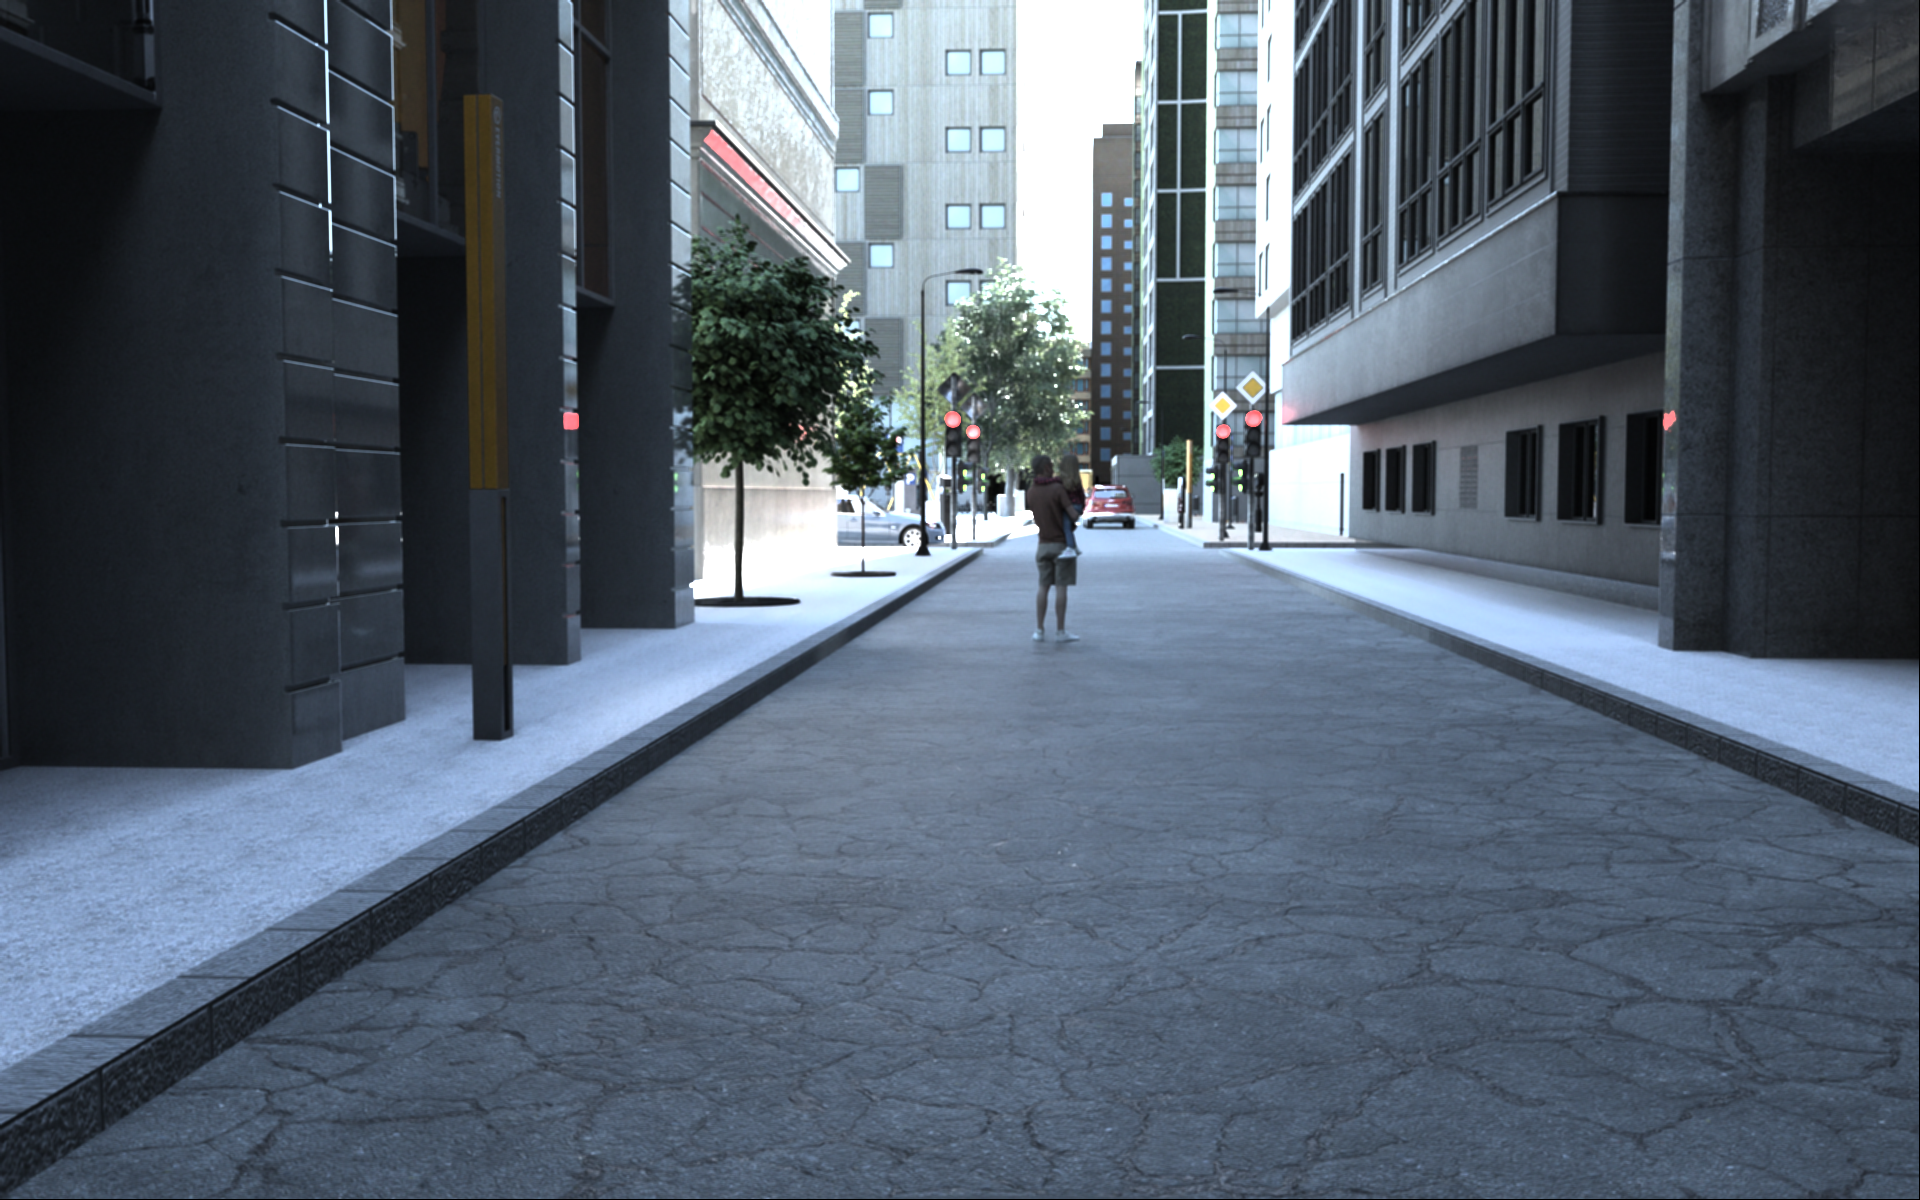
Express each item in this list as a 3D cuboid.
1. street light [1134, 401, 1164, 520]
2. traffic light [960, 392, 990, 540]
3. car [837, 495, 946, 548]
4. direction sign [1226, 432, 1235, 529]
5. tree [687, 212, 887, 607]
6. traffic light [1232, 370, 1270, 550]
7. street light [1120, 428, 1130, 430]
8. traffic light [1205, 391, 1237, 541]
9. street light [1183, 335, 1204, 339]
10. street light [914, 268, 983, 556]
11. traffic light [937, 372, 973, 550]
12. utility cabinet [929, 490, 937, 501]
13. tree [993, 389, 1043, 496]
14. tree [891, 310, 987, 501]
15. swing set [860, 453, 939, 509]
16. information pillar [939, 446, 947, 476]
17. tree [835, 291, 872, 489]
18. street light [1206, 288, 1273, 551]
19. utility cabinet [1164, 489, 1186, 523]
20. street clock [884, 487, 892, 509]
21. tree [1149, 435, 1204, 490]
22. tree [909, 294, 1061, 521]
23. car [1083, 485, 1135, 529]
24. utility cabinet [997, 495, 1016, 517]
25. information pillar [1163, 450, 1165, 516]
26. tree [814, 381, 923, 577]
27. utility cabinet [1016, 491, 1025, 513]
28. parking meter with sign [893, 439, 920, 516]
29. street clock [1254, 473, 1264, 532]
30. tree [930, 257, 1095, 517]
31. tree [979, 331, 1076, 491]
[{"bbox_3d":[9.546,-6.965,86.414,1.470,5.913,1.316,0,4,4],"label":"street light"},{"bbox_3d":[0.404,-3.603,47.824,0.839,4.253,0.868,0,4,4],"label":"traffic light"},{"bbox_3d":[-2.610,-1.986,44.478,4.499,1.417,2.014,0,4,3],"label":"car"},{"bbox_3d":[9.990,-4.402,63.965,0.379,3.537,0.876,0,3,0],"label":"direction sign"},{"bbox_3d":[-2.555,-2.231,20.197,4.285,4.588,4.351,0,3,0],"label":"tree"},{"bbox_3d":[6.624,-3.089,39.427,0.839,4.253,0.868,0,4,4],"label":"traffic light"},{"bbox_3d":[12.010,-9.165,122.385,1.470,5.913,1.316,0,4,4],"label":"street light"},{"bbox_3d":[7.151,-3.576,47.395,0.839,4.253,0.868,0,4,4],"label":"traffic light"},{"bbox_3d":[7.202,-4.780,50.692,1.470,5.913,1.316,0,4,4],"label":"street light"},{"bbox_3d":[-0.228,-3.869,35.793,1.470,5.913,1.316,0,4,4],"label":"street light"},{"bbox_3d":[-0.123,-3.115,39.856,0.839,4.253,0.868,0,4,4],"label":"traffic light"},{"bbox_3d":[-1.154,-5.469,98.093,1.173,1.500,0.318,-1,4,-9],"label":"utility cabinet"},{"bbox_3d":[3.418,-9.436,104.644,4.360,8.622,3.978,0,3,0],"label":"tree"},{"bbox_3d":[-0.904,-7.319,70.033,4.737,8.622,4.395,0,3,0],"label":"tree"},{"bbox_3d":[-2.452,-4.183,66.015,2.862,2.851,3.119,2,4,24],"label":"swing set"},{"bbox_3d":[-0.742,-5.201,76.393,0.183,3.616,0.504,-2,4,-32],"label":"information pillar"},{"bbox_3d":[-4.640,-6.633,58.819,4.360,8.622,3.978,0,3,0],"label":"tree"},{"bbox_3d":[6.379,-4.071,39.095,1.470,5.913,1.316,0,4,4],"label":"street light"},{"bbox_3d":[9.417,-4.114,75.941,1.173,1.500,0.318,-3,5,-42],"label":"utility cabinet"},{"bbox_3d":[-5.017,-7.118,120.956,0.471,2.002,0.358,1,4,19],"label":"street clock"},{"bbox_3d":[12.143,-6.872,96.068,4.285,4.588,4.351,0,3,0],"label":"tree"},{"bbox_3d":[0.989,-9.027,81.998,8.767,10.594,7.601,3,5,40],"label":"tree"},{"bbox_3d":[6.275,-3.949,73.234,2.281,1.827,5.304,0,4,2],"label":"car"},{"bbox_3d":[2.593,-5.208,96.306,1.020,1.237,0.306,-2,4,-25],"label":"utility cabinet"},{"bbox_3d":[10.894,-6.207,92.844,0.183,3.616,0.504,1,4,12],"label":"information pillar"},{"bbox_3d":[-1.618,-1.985,27.058,1.663,3.219,1.824,0,3,0],"label":"tree"},{"bbox_3d":[3.692,-6.505,115.027,1.173,1.500,0.318,0,4,7],"label":"utility cabinet"},{"bbox_3d":[-1.570,-3.259,49.539,0.543,3.016,1.738,-2,4,-24],"label":"parking meter with sign"},{"bbox_3d":[10.054,-3.287,58.316,0.358,2.002,0.471,-1,4,-16],"label":"street clock"},{"bbox_3d":[2.807,-11.522,95.047,9.857,13.997,8.962,0,3,0],"label":"tree"},{"bbox_3d":[4.285,-12.205,117.672,7.486,12.596,7.792,0,3,0],"label":"tree"}]
